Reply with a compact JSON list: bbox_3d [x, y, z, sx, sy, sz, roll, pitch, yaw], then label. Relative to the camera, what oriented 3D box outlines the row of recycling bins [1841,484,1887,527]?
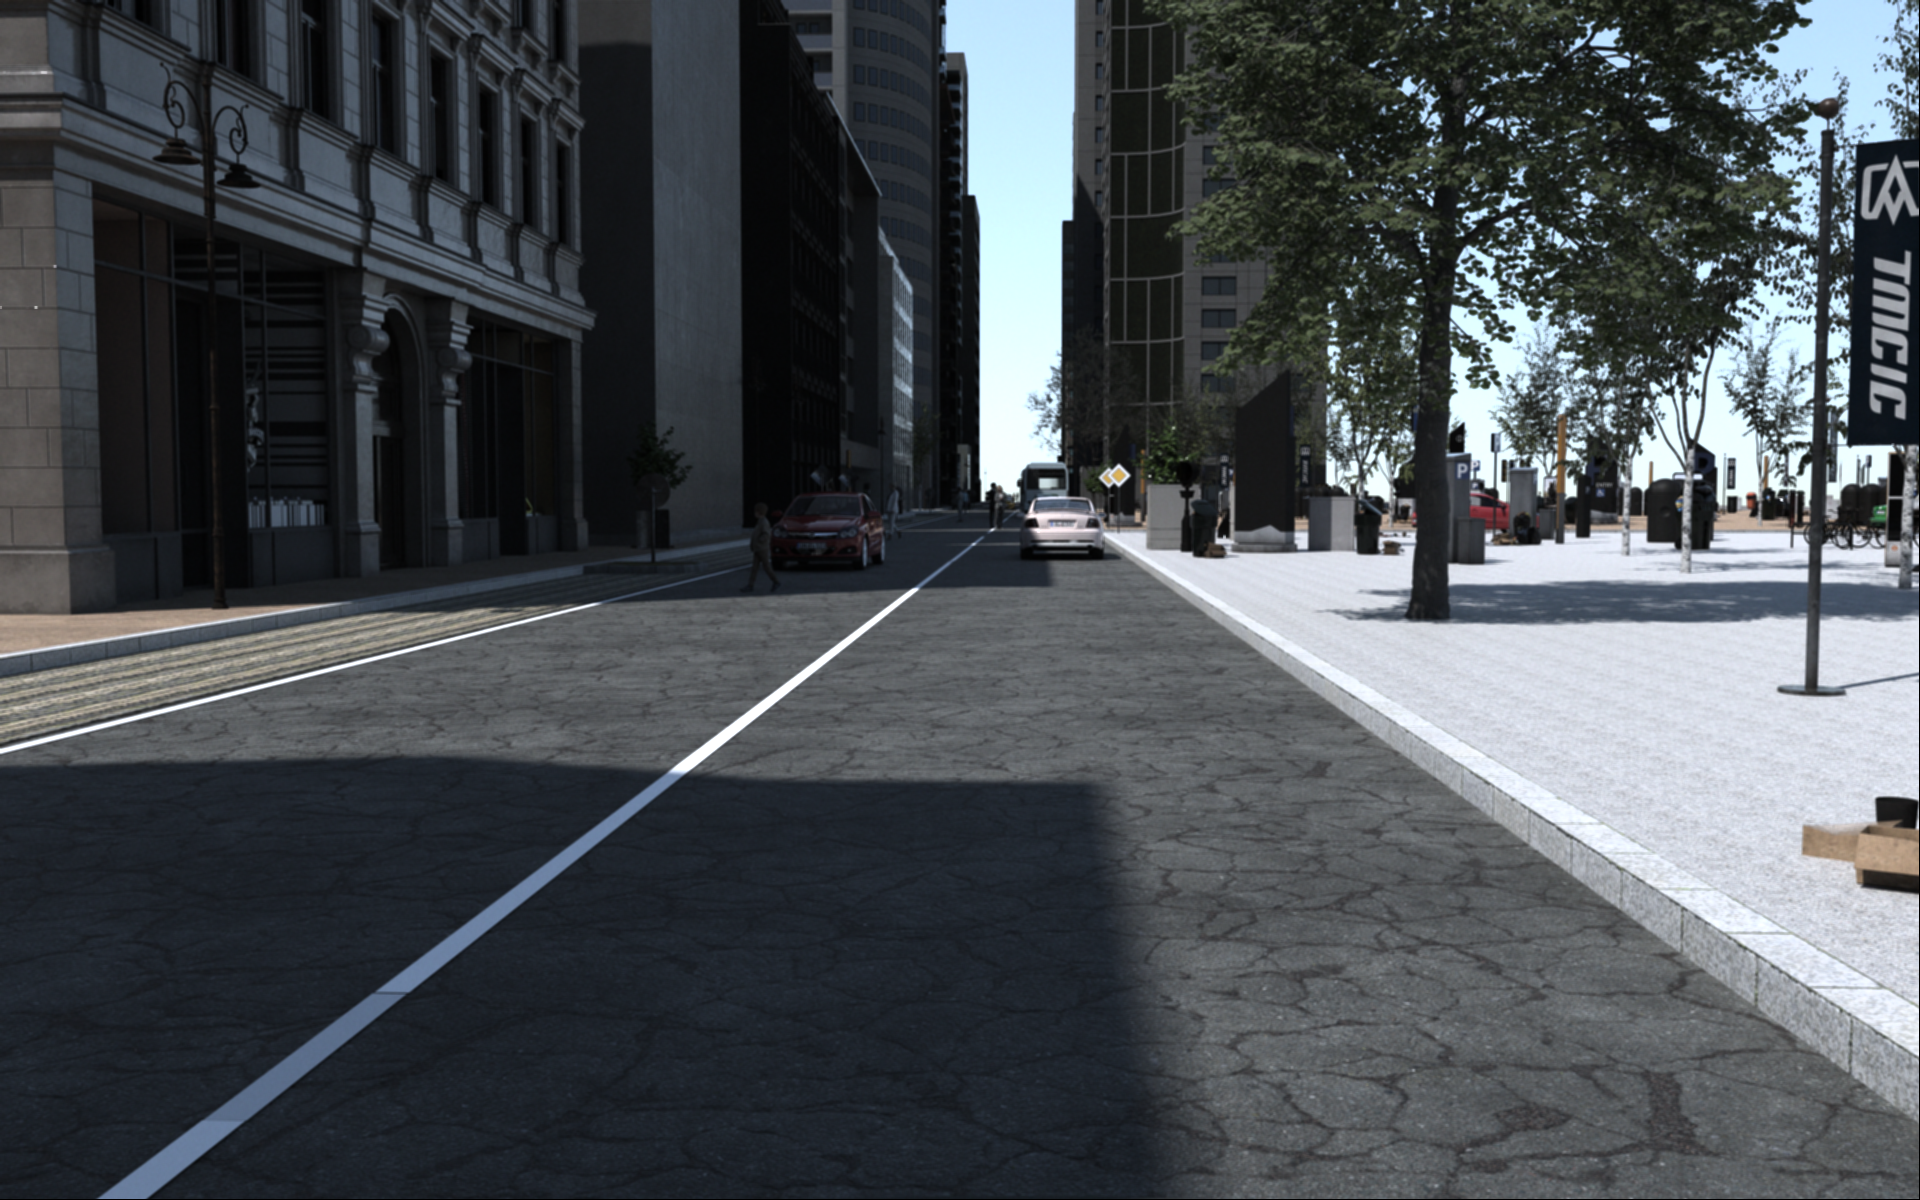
[{"bbox_3d":[36.244,-3.726,68.028,1.069,1.692,3.534,-2,4,-26],"label":"row of recycling bins"}]

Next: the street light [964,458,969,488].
[{"bbox_3d":[1.033,-15.407,224.699,0.468,5.910,1.993,0,4,3],"label":"street light"}]

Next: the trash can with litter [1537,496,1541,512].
[{"bbox_3d":[36.409,-5.964,108.904,0.624,1.170,1.055,2,4,32],"label":"trash can with litter"}]

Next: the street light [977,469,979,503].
[{"bbox_3d":[2.746,-17.675,261.765,0.468,5.910,1.993,0,4,3],"label":"street light"}]

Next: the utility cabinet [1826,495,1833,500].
[{"bbox_3d":[59.964,-6.664,120.124,1.020,1.237,0.306,2,4,28],"label":"utility cabinet"}]

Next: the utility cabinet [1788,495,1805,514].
[{"bbox_3d":[53.356,-6.082,110.596,1.020,1.237,0.306,2,4,35],"label":"utility cabinet"}]

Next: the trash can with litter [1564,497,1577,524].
[{"bbox_3d":[25.903,-3.812,73.716,1.055,1.170,0.624,-3,5,-40],"label":"trash can with litter"}]

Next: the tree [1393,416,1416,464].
[{"bbox_3d":[35.721,-11.285,134.878,4.360,8.622,3.978,0,3,0],"label":"tree"}]

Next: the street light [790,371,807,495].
[{"bbox_3d":[-6.067,-5.650,65.159,0.468,5.910,1.993,0,4,3],"label":"street light"}]

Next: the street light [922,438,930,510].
[{"bbox_3d":[-2.627,-10.331,141.697,0.468,5.910,1.993,0,4,3],"label":"street light"}]

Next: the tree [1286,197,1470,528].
[{"bbox_3d":[9.773,-5.606,42.016,4.737,8.622,4.395,0,3,0],"label":"tree"}]

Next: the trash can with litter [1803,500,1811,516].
[{"bbox_3d":[50.091,-5.544,102.027,0.624,1.170,1.055,-3,5,-39],"label":"trash can with litter"}]

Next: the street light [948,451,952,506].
[{"bbox_3d":[-1.036,-12.598,178.764,0.468,5.910,1.993,0,4,3],"label":"street light"}]

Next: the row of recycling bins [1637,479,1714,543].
[{"bbox_3d":[19.625,-2.440,47.007,1.069,1.692,3.534,3,5,40],"label":"row of recycling bins"}]

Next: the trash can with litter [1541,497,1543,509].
[{"bbox_3d":[27.636,-4.226,80.476,0.624,1.170,1.055,3,5,41],"label":"trash can with litter"}]

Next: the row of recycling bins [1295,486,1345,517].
[{"bbox_3d":[19.565,-5.368,94.884,1.069,1.692,3.534,-3,5,-40],"label":"row of recycling bins"}]

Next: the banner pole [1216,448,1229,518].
[{"bbox_3d":[14.081,-6.320,93.341,0.863,3.779,0.401,1,4,14],"label":"banner pole"}]

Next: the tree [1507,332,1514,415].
[{"bbox_3d":[13.997,-5.245,36.110,4.360,8.622,3.978,0,3,0],"label":"tree"}]

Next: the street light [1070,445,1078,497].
[{"bbox_3d":[9.492,-10.350,142.007,0.468,5.910,1.993,0,4,3],"label":"street light"}]

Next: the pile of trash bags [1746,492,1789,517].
[{"bbox_3d":[44.741,-5.286,96.180,3.447,1.369,1.912,-3,4,-36],"label":"pile of trash bags"}]

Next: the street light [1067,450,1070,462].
[{"bbox_3d":[11.262,-12.599,178.780,0.468,5.910,1.993,0,4,3],"label":"street light"}]

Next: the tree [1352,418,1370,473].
[{"bbox_3d":[26.825,-10.496,121.972,4.360,8.622,3.978,0,3,0],"label":"tree"}]

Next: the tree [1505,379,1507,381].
[{"bbox_3d":[23.914,-7.310,69.879,4.360,8.622,3.978,0,3,0],"label":"tree"}]

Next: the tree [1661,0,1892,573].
[{"bbox_3d":[11.799,-4.760,28.191,4.360,8.622,3.978,0,3,0],"label":"tree"}]

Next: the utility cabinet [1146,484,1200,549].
[{"bbox_3d":[4.912,-1.914,39.970,1.173,1.500,0.318,-1,4,-11],"label":"utility cabinet"}]

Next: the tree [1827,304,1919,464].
[{"bbox_3d":[28.639,-6.244,52.459,4.737,8.622,4.395,0,3,0],"label":"tree"}]

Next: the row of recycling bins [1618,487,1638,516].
[{"bbox_3d":[39.359,-5.810,102.104,3.534,1.692,1.069,1,4,15],"label":"row of recycling bins"}]

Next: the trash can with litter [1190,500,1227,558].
[{"bbox_3d":[5.082,-1.445,35.015,0.624,1.170,1.055,-1,4,-19],"label":"trash can with litter"}]

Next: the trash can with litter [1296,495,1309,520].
[{"bbox_3d":[17.787,-4.671,87.432,2.233,1.210,1.678,-2,4,-35],"label":"trash can with litter"}]

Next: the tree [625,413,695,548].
[{"bbox_3d":[-7.349,-2.847,41.155,1.663,3.219,1.824,0,3,0],"label":"tree"}]

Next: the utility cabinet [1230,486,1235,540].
[{"bbox_3d":[7.841,-2.340,46.940,0.318,1.500,1.173,-2,4,-35],"label":"utility cabinet"}]

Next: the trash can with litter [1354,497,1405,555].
[{"bbox_3d":[8.902,-1.551,36.744,1.055,1.170,0.624,2,4,28],"label":"trash can with litter"}]

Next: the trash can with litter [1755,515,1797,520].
[{"bbox_3d":[40.885,-4.642,86.951,1.678,1.210,2.233,-3,4,-38],"label":"trash can with litter"}]

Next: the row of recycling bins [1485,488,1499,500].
[{"bbox_3d":[35.723,-6.826,118.725,1.069,1.692,3.534,-1,4,-16],"label":"row of recycling bins"}]

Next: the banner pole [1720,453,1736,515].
[{"bbox_3d":[47.021,-7.094,105.998,0.863,3.779,0.401,3,4,37],"label":"banner pole"}]

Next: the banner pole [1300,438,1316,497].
[{"bbox_3d":[15.536,-5.331,77.173,0.863,3.779,0.401,0,4,2],"label":"banner pole"}]

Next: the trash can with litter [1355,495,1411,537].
[{"bbox_3d":[12.674,-2.505,52.007,2.233,1.210,1.678,1,4,22],"label":"trash can with litter"}]

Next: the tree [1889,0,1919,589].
[{"bbox_3d":[12.839,-4.474,23.521,4.360,8.622,3.978,0,3,0],"label":"tree"}]

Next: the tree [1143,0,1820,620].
[{"bbox_3d":[5.196,-6.095,17.786,7.486,12.596,7.792,0,3,0],"label":"tree"}]

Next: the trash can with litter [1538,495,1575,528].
[{"bbox_3d":[22.407,-3.390,66.482,2.233,1.210,1.678,2,4,27],"label":"trash can with litter"}]

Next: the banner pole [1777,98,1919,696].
[{"bbox_3d":[5.685,-1.279,10.935,0.863,3.779,0.401,2,4,34],"label":"banner pole"}]

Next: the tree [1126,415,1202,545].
[{"bbox_3d":[5.164,-2.918,42.307,1.663,3.219,1.824,0,3,0],"label":"tree"}]

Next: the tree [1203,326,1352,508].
[{"bbox_3d":[13.376,-7.511,73.161,4.360,8.622,3.978,0,3,0],"label":"tree"}]

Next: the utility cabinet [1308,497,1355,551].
[{"bbox_3d":[8.365,-1.701,38.974,1.020,1.237,0.306,1,4,13],"label":"utility cabinet"}]

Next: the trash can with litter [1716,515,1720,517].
[{"bbox_3d":[41.754,-5.261,97.073,2.233,1.210,1.678,-2,4,-25],"label":"trash can with litter"}]

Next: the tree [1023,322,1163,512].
[{"bbox_3d":[9.521,-13.111,124.727,12.009,13.543,11.850,0,3,0],"label":"tree"}]

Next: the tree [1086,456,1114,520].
[{"bbox_3d":[7.657,-5.666,87.241,1.663,3.219,1.824,0,3,0],"label":"tree"}]

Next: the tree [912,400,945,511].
[{"bbox_3d":[-3.340,-11.245,134.224,4.737,8.622,4.395,0,3,0],"label":"tree"}]

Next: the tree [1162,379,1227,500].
[{"bbox_3d":[15.120,-9.799,110.571,4.737,8.622,4.395,0,3,0],"label":"tree"}]

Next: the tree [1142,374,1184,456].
[{"bbox_3d":[13.005,-9.325,102.827,4.360,8.622,3.978,0,3,0],"label":"tree"}]

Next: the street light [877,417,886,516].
[{"bbox_3d":[-4.591,-7.893,101.836,0.468,5.910,1.993,0,4,3],"label":"street light"}]

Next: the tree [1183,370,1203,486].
[{"bbox_3d":[14.930,-8.902,95.917,4.360,8.622,3.978,0,3,0],"label":"tree"}]

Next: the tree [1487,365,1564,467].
[{"bbox_3d":[32.434,-9.124,99.539,4.737,8.622,4.395,0,3,0],"label":"tree"}]

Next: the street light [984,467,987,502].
[{"bbox_3d":[4.388,-19.917,298.434,0.468,5.910,1.993,0,4,3],"label":"street light"}]

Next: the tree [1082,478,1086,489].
[{"bbox_3d":[8.607,-6.735,104.719,1.663,3.219,1.824,0,3,0],"label":"tree"}]

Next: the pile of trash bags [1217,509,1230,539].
[{"bbox_3d":[7.882,-2.460,49.978,3.447,1.369,1.912,0,4,4],"label":"pile of trash bags"}]
